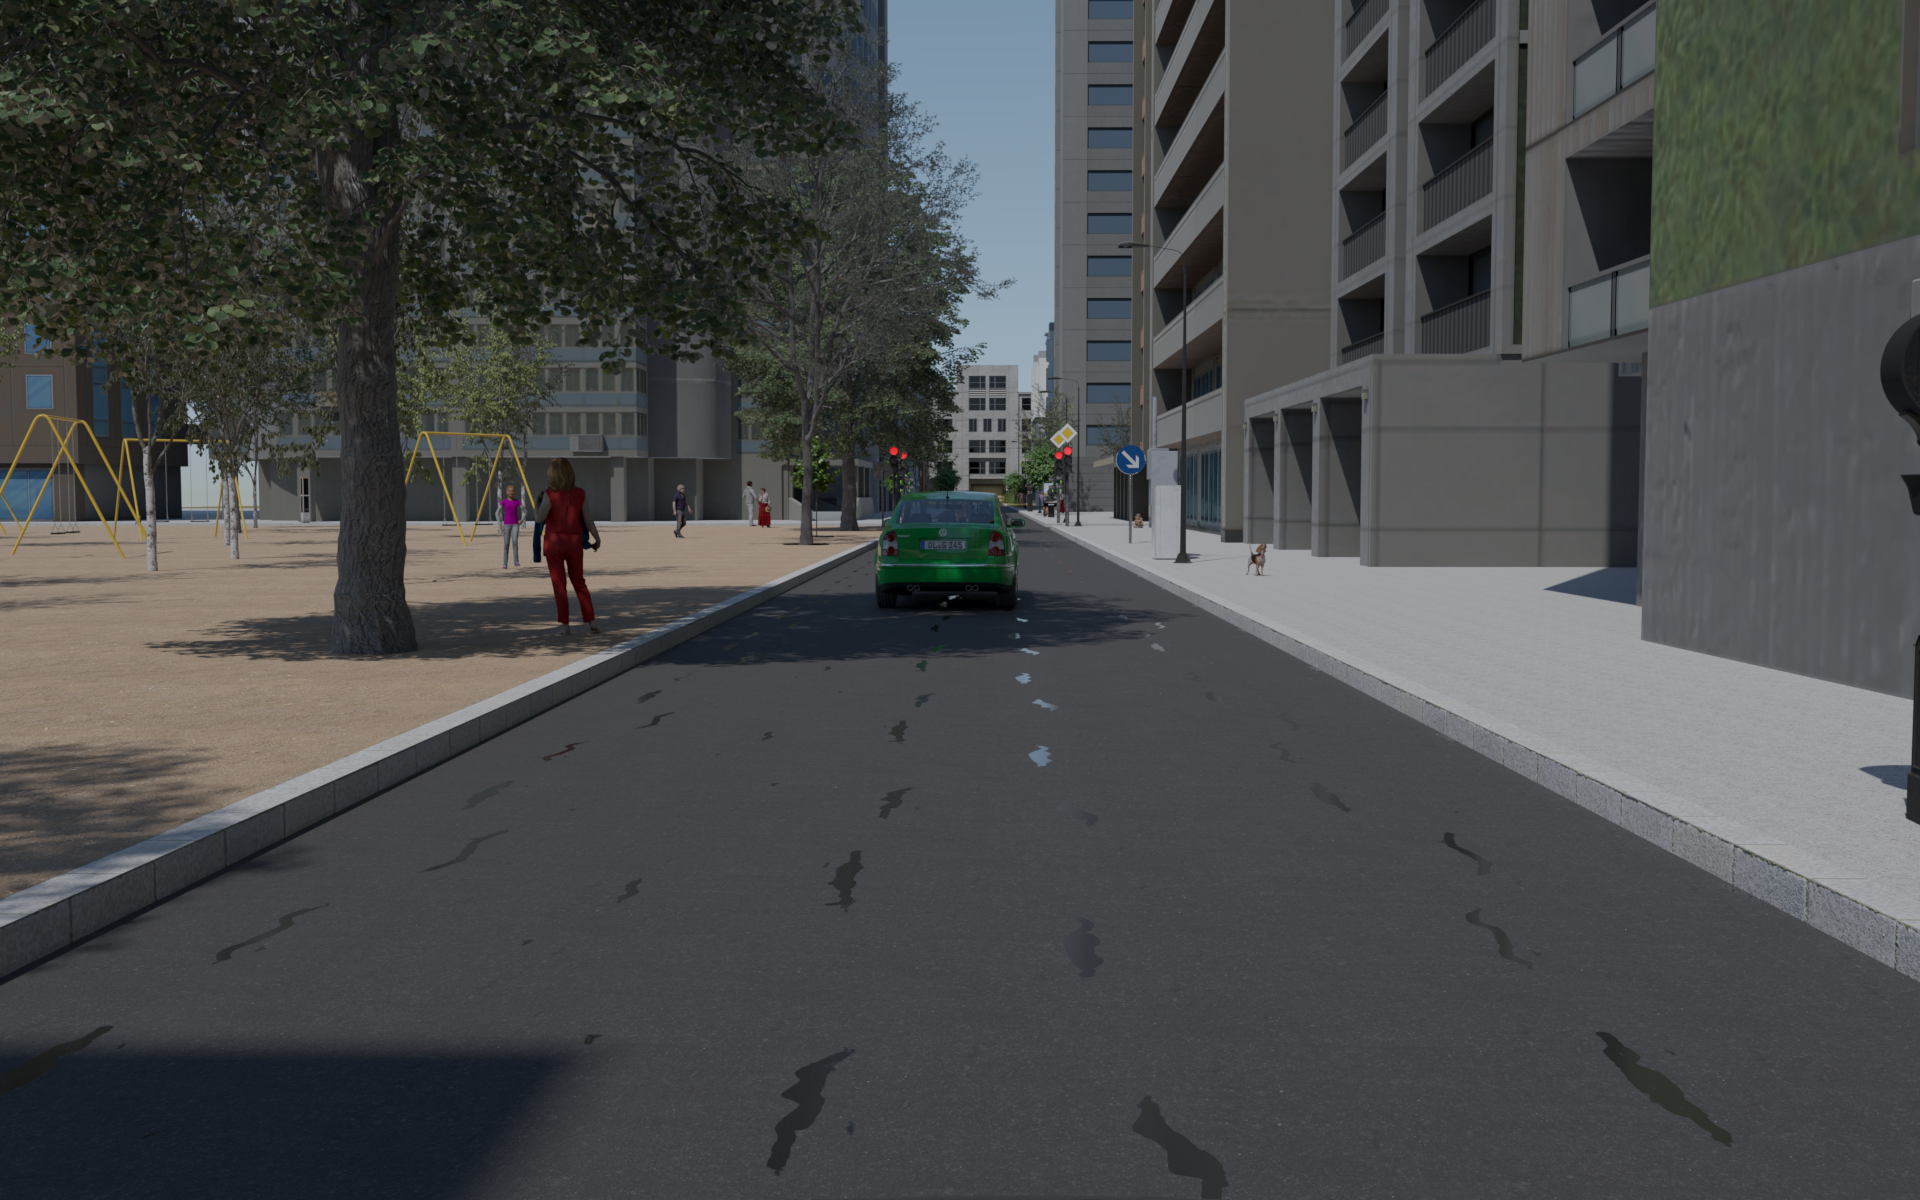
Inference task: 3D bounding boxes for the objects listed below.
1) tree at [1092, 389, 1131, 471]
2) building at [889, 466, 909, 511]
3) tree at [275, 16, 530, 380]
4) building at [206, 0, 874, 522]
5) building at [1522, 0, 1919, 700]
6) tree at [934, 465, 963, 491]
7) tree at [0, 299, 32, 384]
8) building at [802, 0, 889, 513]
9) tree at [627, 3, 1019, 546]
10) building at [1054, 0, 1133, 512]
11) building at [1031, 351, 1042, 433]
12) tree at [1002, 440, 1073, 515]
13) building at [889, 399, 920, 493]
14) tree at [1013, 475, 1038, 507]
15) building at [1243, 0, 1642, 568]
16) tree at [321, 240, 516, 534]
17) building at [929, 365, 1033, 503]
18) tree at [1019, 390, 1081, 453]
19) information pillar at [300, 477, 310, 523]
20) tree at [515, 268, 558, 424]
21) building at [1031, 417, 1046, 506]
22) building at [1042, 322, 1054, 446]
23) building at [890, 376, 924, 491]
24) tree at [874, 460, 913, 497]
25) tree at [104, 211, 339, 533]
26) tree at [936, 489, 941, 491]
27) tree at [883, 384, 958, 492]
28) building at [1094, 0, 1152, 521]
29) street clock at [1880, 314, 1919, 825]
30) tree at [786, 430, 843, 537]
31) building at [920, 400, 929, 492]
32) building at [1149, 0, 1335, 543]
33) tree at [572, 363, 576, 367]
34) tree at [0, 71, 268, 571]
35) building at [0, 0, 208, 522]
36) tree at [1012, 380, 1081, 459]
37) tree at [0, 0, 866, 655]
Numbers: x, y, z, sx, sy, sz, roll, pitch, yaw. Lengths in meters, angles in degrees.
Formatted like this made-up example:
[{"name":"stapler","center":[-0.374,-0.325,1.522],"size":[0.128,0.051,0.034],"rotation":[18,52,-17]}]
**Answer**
[{"name":"tree","center":[11.222,-10.268,118.240],"size":[4.360,8.622,3.978],"rotation":[0,3,0]},{"name":"building","center":[-14.534,-42.890,139.505],"size":[20.563,71.187,20.611],"rotation":[0,4,1]},{"name":"tree","center":[-8.200,-4.518,24.228],"size":[4.360,8.622,3.978],"rotation":[0,3,0]},{"name":"building","center":[-21.011,-24.317,89.469],"size":[32.217,40.220,23.993],"rotation":[0,4,1]},{"name":"building","center":[13.021,-20.303,15.557],"size":[14.154,41.232,14.086],"rotation":[0,4,1]},{"name":"tree","center":[-1.394,-12.799,192.977],"size":[4.285,4.588,4.351],"rotation":[0,3,0]},{"name":"tree","center":[-24.436,-5.535,40.859],"size":[4.737,8.622,4.395],"rotation":[0,3,0]},{"name":"building","center":[-16.035,-35.040,114.901],"size":[21.231,58.520,28.212],"rotation":[0,4,1]},{"name":"tree","center":[-3.748,-8.115,43.054],"size":[12.009,13.543,11.850],"rotation":[0,3,0]},{"name":"building","center":[17.972,-36.362,136.512],"size":[21.231,58.520,28.212],"rotation":[0,4,1]},{"name":"building","center":[16.608,-21.496,207.878],"size":[16.016,20.091,11.380],"rotation":[0,4,1]},{"name":"tree","center":[5.229,-7.445,105.435],"size":[4.285,4.588,4.351],"rotation":[0,3,0]},{"name":"building","center":[-8.291,-13.729,166.621],"size":[9.099,9.664,28.070],"rotation":[0,4,1]},{"name":"tree","center":[6.563,-11.166,177.170],"size":[1.663,3.219,1.824],"rotation":[0,3,0]},{"name":"building","center":[17.457,-36.354,32.641],"size":[20.563,71.187,20.611],"rotation":[0,4,1]},{"name":"tree","center":[-16.084,-6.059,49.423],"size":[4.737,8.622,4.395],"rotation":[0,3,0]},{"name":"building","center":[-0.349,-23.184,245.511],"size":[31.486,18.905,16.747],"rotation":[0,4,1]},{"name":"tree","center":[6.282,-10.344,119.481],"size":[4.737,8.622,4.395],"rotation":[0,3,0]},{"name":"information pillar","center":[-29.058,-4.425,76.845],"size":[0.304,2.012,0.304],"rotation":[-3,5,-41]},{"name":"tree","center":[-14.995,-6.424,55.389],"size":[4.737,8.622,4.395],"rotation":[0,3,0]},{"name":"building","center":[12.701,-15.071,188.558],"size":[9.099,9.664,28.070],"rotation":[0,4,1]},{"name":"building","center":[16.433,-19.069,168.191],"size":[16.016,20.091,11.380],"rotation":[0,4,1]},{"name":"building","center":[-11.799,-20.222,187.045],"size":[16.016,20.091,11.380],"rotation":[0,4,1]},{"name":"tree","center":[-2.909,-5.260,80.604],"size":[1.663,3.219,1.824],"rotation":[0,3,0]},{"name":"tree","center":[-23.693,-7.475,56.630],"size":[8.767,10.594,7.601],"rotation":[-1,4,-15]},{"name":"tree","center":[-2.113,-12.897,205.473],"size":[1.663,3.219,1.824],"rotation":[0,3,0]},{"name":"tree","center":[-2.754,-9.518,105.986],"size":[4.737,8.622,4.395],"rotation":[0,3,0]},{"name":"building","center":[21.560,-26.505,87.977],"size":[28.867,44.769,22.147],"rotation":[0,4,1]},{"name":"street clock","center":[3.815,-0.129,6.679],"size":[0.471,2.002,0.358],"rotation":[1,4,9]},{"name":"tree","center":[-4.183,-3.491,51.683],"size":[1.663,3.219,1.824],"rotation":[0,3,0]},{"name":"building","center":[-20.395,-22.525,212.261],"size":[32.646,21.610,27.936],"rotation":[0,4,1]},{"name":"building","center":[17.757,-26.342,54.396],"size":[21.300,48.544,21.600],"rotation":[0,4,1]},{"name":"tree","center":[-16.282,-6.916,63.436],"size":[4.360,8.622,3.978],"rotation":[0,3,0]},{"name":"tree","center":[-13.375,-4.774,28.416],"size":[4.360,8.622,3.978],"rotation":[0,3,0]},{"name":"building","center":[-47.411,-26.608,85.152],"size":[14.200,45.320,14.600],"rotation":[0,4,1]},{"name":"tree","center":[5.575,-9.842,111.283],"size":[4.360,8.622,3.978],"rotation":[0,3,0]},{"name":"tree","center":[-4.886,-6.546,13.683],"size":[9.857,13.997,8.962],"rotation":[0,3,0]}]
